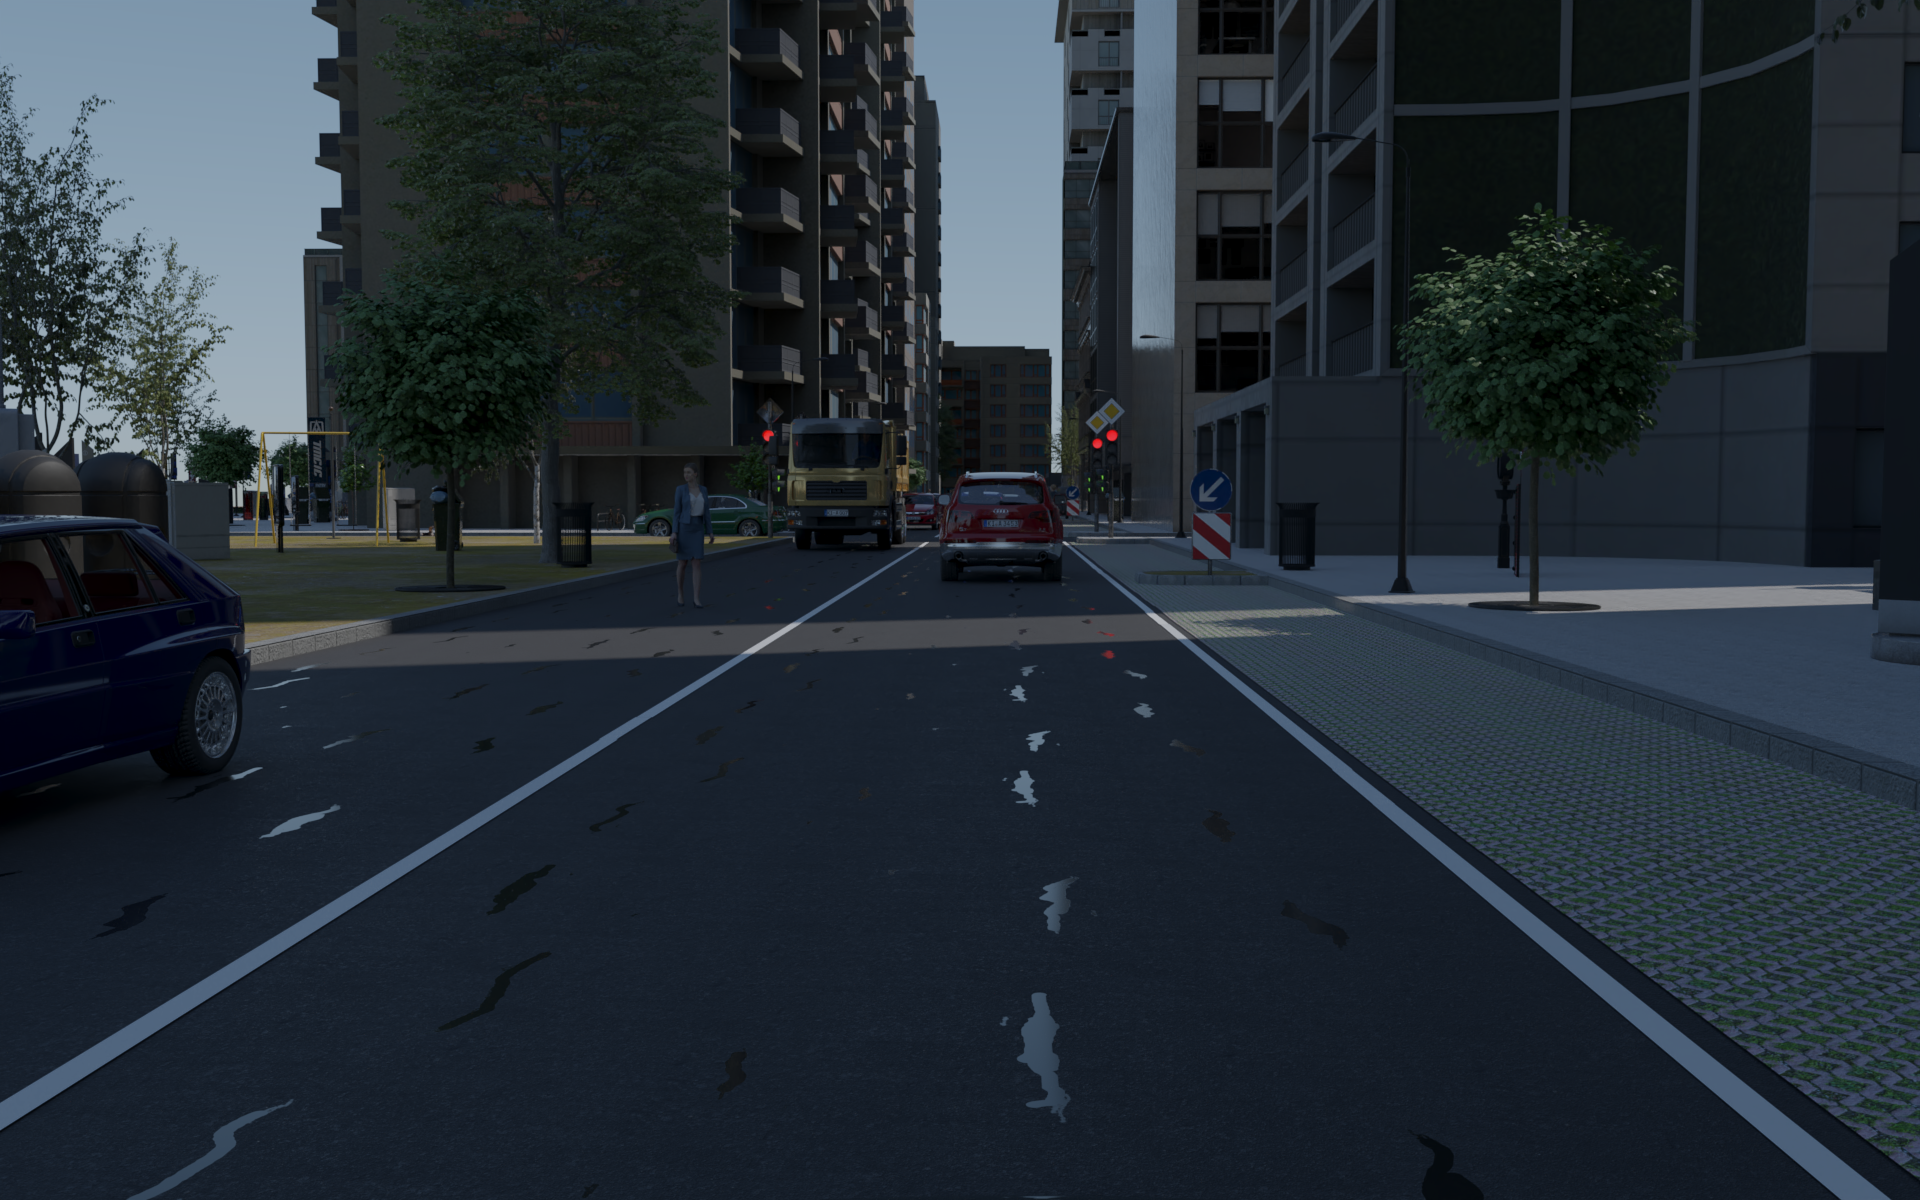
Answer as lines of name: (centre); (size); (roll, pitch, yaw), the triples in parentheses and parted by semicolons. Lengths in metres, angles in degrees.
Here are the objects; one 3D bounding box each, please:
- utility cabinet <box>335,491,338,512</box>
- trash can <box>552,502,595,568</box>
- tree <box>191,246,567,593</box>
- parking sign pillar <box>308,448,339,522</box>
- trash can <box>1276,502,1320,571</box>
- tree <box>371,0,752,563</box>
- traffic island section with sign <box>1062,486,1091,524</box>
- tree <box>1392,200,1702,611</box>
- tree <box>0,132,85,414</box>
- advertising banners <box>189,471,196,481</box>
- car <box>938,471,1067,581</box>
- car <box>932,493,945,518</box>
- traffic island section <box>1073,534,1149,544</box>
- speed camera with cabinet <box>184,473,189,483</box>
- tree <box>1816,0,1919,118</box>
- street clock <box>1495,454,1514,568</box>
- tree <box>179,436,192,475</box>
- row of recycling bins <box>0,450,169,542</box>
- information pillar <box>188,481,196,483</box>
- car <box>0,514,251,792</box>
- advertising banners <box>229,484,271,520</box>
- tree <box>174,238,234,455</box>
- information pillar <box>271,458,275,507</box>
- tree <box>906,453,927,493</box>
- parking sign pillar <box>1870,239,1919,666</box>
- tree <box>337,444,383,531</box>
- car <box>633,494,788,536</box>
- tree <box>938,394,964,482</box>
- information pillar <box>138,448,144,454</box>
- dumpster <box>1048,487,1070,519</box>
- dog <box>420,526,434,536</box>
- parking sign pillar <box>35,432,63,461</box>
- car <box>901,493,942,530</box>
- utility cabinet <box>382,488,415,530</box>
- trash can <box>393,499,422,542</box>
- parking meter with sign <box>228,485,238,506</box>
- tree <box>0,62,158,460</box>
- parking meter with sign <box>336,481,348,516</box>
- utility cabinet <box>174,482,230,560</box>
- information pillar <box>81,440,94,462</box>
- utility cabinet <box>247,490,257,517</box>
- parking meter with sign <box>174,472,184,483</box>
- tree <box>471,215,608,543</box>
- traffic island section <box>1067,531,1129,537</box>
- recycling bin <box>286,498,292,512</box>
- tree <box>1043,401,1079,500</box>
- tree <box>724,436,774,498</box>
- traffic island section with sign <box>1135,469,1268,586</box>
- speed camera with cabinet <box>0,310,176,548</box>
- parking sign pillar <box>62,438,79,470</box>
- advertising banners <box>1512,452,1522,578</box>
utility cabinet: (-39.768, -6.297, 111.627); (1.173, 1.500, 0.318); (1, 4, 8)
trash can: (-6.751, -1.140, 30.287); (0.748, 1.137, 0.748); (0, 3, 0)
tree: (-6.868, -2.406, 23.050); (4.285, 4.588, 4.351); (0, 3, 0)
parking sign pillar: (-30.028, -5.688, 81.467); (1.447, 3.967, 1.447); (2, 4, 30)
trash can: (5.688, -1.074, 29.220); (0.748, 1.137, 0.748); (0, 3, 0)
tree: (-7.391, -6.986, 32.353); (7.486, 12.596, 7.792); (0, 3, 0)
traffic island section with sign: (5.310, -4.584, 83.574); (1.989, 1.847, 2.006); (0, 4, 1)
tree: (6.587, -2.189, 19.509); (4.285, 4.588, 4.351); (0, 3, 0)
tree: (-19.691, -5.235, 35.957); (4.737, 8.622, 4.395); (0, 3, 0)
advertising banners: (-47.846, -6.947, 109.778); (2.074, 3.025, 0.090); (-1, 4, -10)
car: (0.726, -1.308, 30.062); (2.281, 1.827, 5.304); (0, 4, 2)
car: (-1.815, -5.806, 103.965); (2.155, 1.783, 4.494); (0, 4, 1)
traffic island section: (4.441, -1.739, 50.717); (2.009, 0.180, 2.903); (0, 4, 1)
speed camera with cabinet: (-50.264, -7.154, 111.308); (2.038, 3.252, 0.660); (-2, 4, -26)
tree: (6.130, -3.533, 8.133); (4.360, 8.622, 3.978); (0, 3, 0)
street clock: (9.400, -1.549, 29.896); (0.358, 2.002, 0.471); (1, 4, 10)
tree: (-29.638, -5.271, 69.900); (4.285, 4.588, 4.351); (0, 3, 0)
row of recycling bins: (-8.988, -0.540, 15.943); (1.069, 1.692, 3.534); (2, 4, 34)
information pillar: (-44.568, -5.878, 100.594); (0.304, 2.012, 0.304); (1, 4, 20)
car: (-4.729, 0.303, 7.632); (1.945, 1.354, 3.894); (0, 4, 3)
advertising banners: (-35.146, -5.462, 85.499); (2.074, 3.025, 0.090); (0, 4, -3)
tree: (-22.786, -6.017, 48.746); (4.737, 8.622, 4.395); (0, 3, 0)
information pillar: (-38.019, -6.416, 96.261); (0.504, 3.616, 0.183); (1, 4, 12)
tree: (-4.182, -9.115, 132.742); (4.285, 4.588, 4.351); (0, 3, 0)
parking sign pillar: (7.800, -1.511, 13.171); (1.447, 3.967, 1.447); (-3, 5, -42)
tree: (-21.172, -4.015, 60.239); (1.663, 3.219, 1.824); (0, 3, 0)
car: (-7.822, -2.608, 54.434); (4.920, 1.459, 2.131); (0, 4, 3)
tree: (-3.273, -16.238, 183.618); (7.486, 12.596, 7.792); (0, 3, 0)
information pillar: (-41.841, -5.938, 88.448); (0.183, 3.616, 0.504); (2, 4, 32)
dumpster: (5.403, -5.575, 99.366); (1.865, 1.857, 1.264); (0, 4, 3)
dog: (-17.379, -2.223, 56.540); (0.550, 0.427, 0.748); (-3, 5, -40)
parking sign pillar: (-40.695, -5.356, 76.040); (1.447, 3.967, 1.447); (1, 4, 16)
car: (-1.713, -3.754, 70.423); (2.155, 1.783, 4.494); (0, 4, 3)
utility cabinet: (-19.640, -3.180, 60.674); (0.318, 1.500, 1.173); (2, 4, 32)
trash can: (-14.825, -2.133, 46.525); (0.748, 1.137, 0.748); (0, 3, 0)
parking meter with sign: (-50.239, -7.456, 118.170); (1.738, 3.016, 0.543); (-1, 4, -18)
tree: (-15.599, -4.836, 29.431); (4.360, 8.622, 3.978); (0, 3, 0)
parking meter with sign: (-36.039, -6.424, 101.286); (0.543, 3.016, 1.738); (-3, 5, -42)
utility cabinet: (-14.788, -1.523, 33.587); (0.318, 1.500, 1.173); (2, 4, 32)
information pillar: (-37.780, -5.120, 75.066); (0.504, 3.616, 0.183); (0, 4, -6)
utility cabinet: (-39.498, -5.373, 96.524); (0.318, 1.500, 1.173); (0, 4, 0)
parking meter with sign: (-50.500, -7.140, 112.998); (1.738, 3.016, 0.543); (1, 4, 12)
tree: (-11.100, -5.790, 45.029); (4.360, 8.622, 3.978); (0, 3, 0)
traffic island section: (4.650, -2.227, 58.699); (2.009, 0.180, 2.903); (0, 4, 1)
recycling bin: (-46.815, -6.629, 120.943); (0.722, 1.027, 0.722); (-3, 5, -41)
tree: (9.811, -11.710, 141.823); (4.737, 8.622, 4.395); (0, 3, 0)
tree: (-6.887, -3.865, 57.802); (1.663, 3.219, 1.824); (0, 3, 0)
traffic island section with sign: (3.847, -1.179, 27.911); (1.989, 1.847, 2.006); (0, 4, 1)
speed camera with cabinet: (-9.849, -1.520, 19.193); (2.038, 3.252, 0.660); (-2, 4, -30)
parking sign pillar: (-42.843, -5.785, 83.053); (1.447, 3.967, 1.447); (1, 4, 22)
advertising banners: (8.678, -1.877, 26.880); (0.090, 3.025, 2.074); (1, 4, 16)
